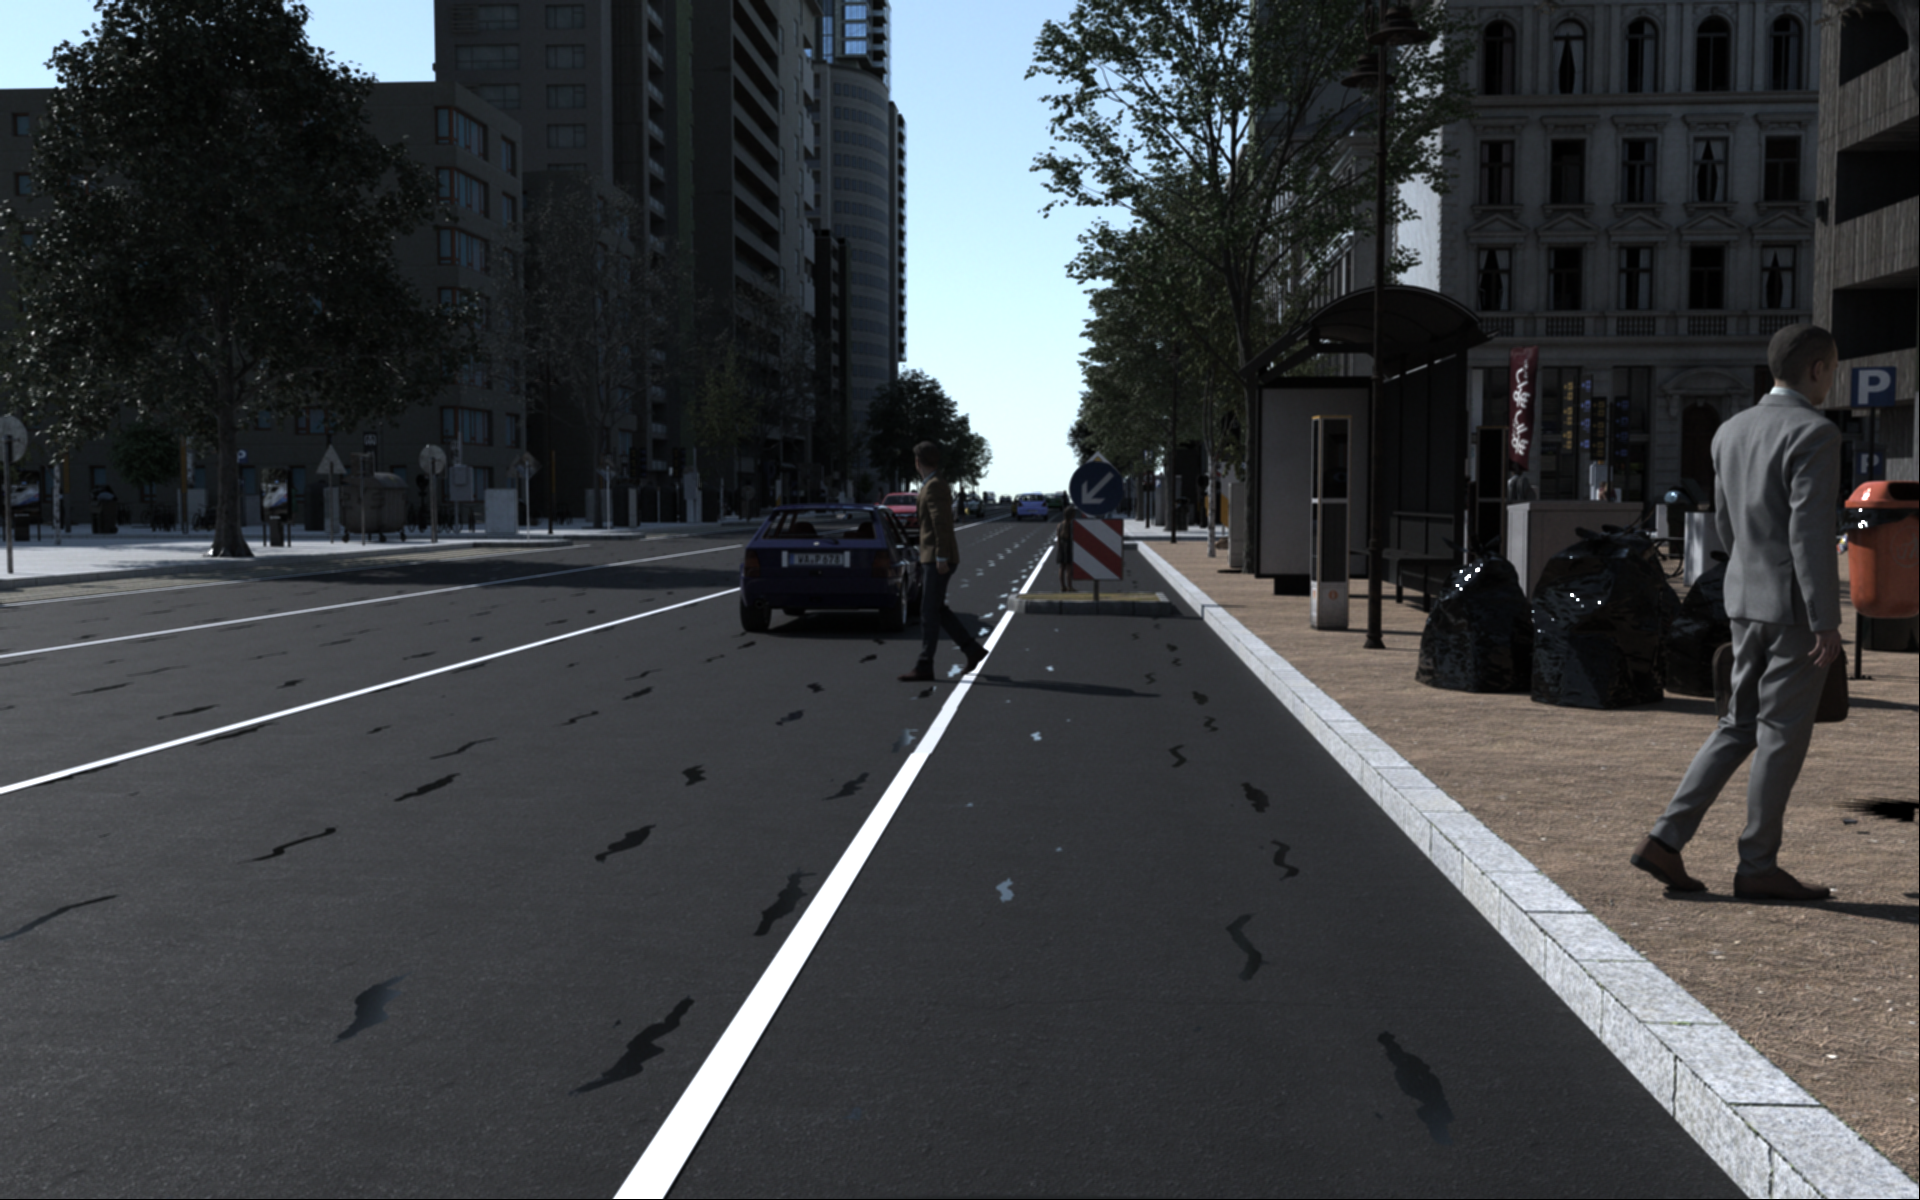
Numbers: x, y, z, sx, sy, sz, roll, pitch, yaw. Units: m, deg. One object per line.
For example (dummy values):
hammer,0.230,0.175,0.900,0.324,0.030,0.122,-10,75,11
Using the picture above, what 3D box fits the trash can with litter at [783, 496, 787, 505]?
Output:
trash can with litter,-12.247,-6.650,120.107,0.624,1.170,1.055,0,4,-3

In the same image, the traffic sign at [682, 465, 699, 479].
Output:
traffic sign,-11.940,-4.686,76.727,0.768,2.556,0.104,0,4,4

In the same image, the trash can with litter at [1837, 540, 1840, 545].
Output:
trash can with litter,21.642,-1.991,43.610,1.678,1.210,2.233,0,4,-5

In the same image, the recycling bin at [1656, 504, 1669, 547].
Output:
recycling bin,17.531,-1.825,42.390,0.722,1.027,0.722,-3,5,-44

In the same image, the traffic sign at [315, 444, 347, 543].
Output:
traffic sign,-16.369,-2.756,45.070,0.884,2.594,0.081,1,4,9

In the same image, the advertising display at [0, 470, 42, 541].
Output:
advertising display,-25.595,-2.568,47.205,0.974,1.923,0.123,-3,4,-38

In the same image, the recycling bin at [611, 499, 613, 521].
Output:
recycling bin,-17.146,-4.338,83.482,0.722,1.027,0.722,-3,5,-45

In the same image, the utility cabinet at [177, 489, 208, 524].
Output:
utility cabinet,-32.598,-3.972,73.629,1.173,1.500,0.318,0,3,0

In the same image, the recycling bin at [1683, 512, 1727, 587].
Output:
recycling bin,10.403,-0.683,23.726,0.722,1.027,0.722,0,4,3

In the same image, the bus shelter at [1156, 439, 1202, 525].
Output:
bus shelter,9.415,-5.093,74.558,1.731,3.624,6.357,0,4,4

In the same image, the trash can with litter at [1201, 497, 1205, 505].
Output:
trash can with litter,12.537,-5.021,93.145,2.233,1.210,1.678,1,4,15

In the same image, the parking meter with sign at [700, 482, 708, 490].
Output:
parking meter with sign,-16.578,-7.049,111.513,1.738,3.016,0.543,-3,4,-38

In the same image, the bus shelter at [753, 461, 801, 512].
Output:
bus shelter,-11.344,-6.955,107.641,2.014,3.302,5.546,0,4,4

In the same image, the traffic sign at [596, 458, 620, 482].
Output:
traffic sign,-11.200,-3.237,55.114,0.795,2.593,0.064,0,4,4

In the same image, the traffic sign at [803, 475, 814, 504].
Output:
traffic sign,-9.894,-6.917,113.202,0.768,2.556,0.104,0,4,6

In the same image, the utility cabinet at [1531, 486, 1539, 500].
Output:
utility cabinet,14.848,-2.262,45.660,0.318,1.500,1.173,3,5,44

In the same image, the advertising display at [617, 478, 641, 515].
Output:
advertising display,-13.673,-4.058,71.559,0.974,1.923,0.123,0,4,-2

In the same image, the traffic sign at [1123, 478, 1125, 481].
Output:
traffic sign,10.091,-6.701,109.298,0.795,2.593,0.064,0,4,7

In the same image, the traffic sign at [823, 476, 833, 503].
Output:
traffic sign,-9.105,-7.319,119.769,0.768,2.556,0.104,1,4,11

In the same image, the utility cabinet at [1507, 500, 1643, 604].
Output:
utility cabinet,4.718,-0.133,13.331,1.020,1.237,0.306,-1,4,-17

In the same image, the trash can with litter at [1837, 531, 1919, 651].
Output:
trash can with litter,7.815,-0.183,14.385,1.055,1.170,0.624,-2,4,-35

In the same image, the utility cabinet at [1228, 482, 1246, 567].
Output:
utility cabinet,4.876,-1.333,30.479,0.318,1.500,1.173,0,4,7

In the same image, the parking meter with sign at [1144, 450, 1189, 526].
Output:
parking meter with sign,8.195,-4.463,69.235,1.738,3.016,0.543,-2,4,-33

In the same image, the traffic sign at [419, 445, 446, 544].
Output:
traffic sign,-13.670,-2.737,44.852,0.768,2.556,0.104,1,4,13

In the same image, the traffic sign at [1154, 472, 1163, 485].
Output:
traffic sign,11.648,-6.131,100.251,0.884,2.594,0.081,0,4,8

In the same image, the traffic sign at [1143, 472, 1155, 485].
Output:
traffic sign,10.722,-6.016,98.463,0.768,2.556,0.104,1,4,10

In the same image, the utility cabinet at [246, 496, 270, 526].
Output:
utility cabinet,-28.611,-3.638,70.637,1.020,1.237,0.306,-1,4,-15

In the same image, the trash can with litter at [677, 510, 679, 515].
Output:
trash can with litter,-17.282,-5.708,104.720,0.624,1.170,1.055,2,4,30

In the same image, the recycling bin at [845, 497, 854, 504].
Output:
recycling bin,-8.369,-7.201,130.283,0.722,1.027,0.722,1,4,12

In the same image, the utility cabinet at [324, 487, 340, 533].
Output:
utility cabinet,-20.373,-2.902,56.125,0.318,1.500,1.173,-2,4,-29

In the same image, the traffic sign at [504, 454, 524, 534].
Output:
traffic sign,-14.319,-3.425,55.996,0.884,2.594,0.081,1,4,9

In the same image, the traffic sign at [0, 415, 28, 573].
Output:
traffic sign,-15.382,-1.705,27.977,0.768,2.556,0.104,1,4,13

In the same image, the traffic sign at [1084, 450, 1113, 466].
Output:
traffic sign,3.677,-2.681,46.017,0.795,2.593,0.064,0,4,4

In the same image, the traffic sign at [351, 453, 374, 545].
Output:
traffic sign,-14.906,-2.514,43.228,0.606,2.300,0.079,0,4,7

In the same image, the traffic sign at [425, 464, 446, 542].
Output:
traffic sign,-13.882,-2.674,45.845,0.606,2.300,0.079,1,4,11

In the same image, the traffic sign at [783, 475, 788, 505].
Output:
traffic sign,-11.492,-7.046,115.303,0.768,2.556,0.104,0,4,5

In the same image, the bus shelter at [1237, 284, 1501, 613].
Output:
bus shelter,4.378,-1.566,19.526,2.014,3.302,5.546,0,4,4

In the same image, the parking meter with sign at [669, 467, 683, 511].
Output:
parking meter with sign,-18.149,-7.137,112.948,0.543,3.016,1.738,3,4,37

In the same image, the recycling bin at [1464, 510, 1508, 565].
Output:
recycling bin,8.302,-0.902,27.300,0.722,1.027,0.722,-2,4,-31

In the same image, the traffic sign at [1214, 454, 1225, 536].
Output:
traffic sign,8.155,-3.269,53.552,0.768,2.556,0.104,1,4,12

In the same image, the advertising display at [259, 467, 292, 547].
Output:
advertising display,-16.683,-2.265,42.255,0.974,1.923,0.123,2,4,28

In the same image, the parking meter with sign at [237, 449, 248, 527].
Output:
parking meter with sign,-28.353,-4.401,68.224,0.543,3.016,1.738,-2,4,-25

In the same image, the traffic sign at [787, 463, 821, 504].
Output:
traffic sign,-10.290,-7.356,114.144,2.265,3.308,0.079,1,4,12

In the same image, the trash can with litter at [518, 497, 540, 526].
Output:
trash can with litter,-17.496,-3.585,70.000,1.055,1.170,0.624,0,4,-1

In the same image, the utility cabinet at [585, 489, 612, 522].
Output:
utility cabinet,-16.479,-4.300,78.982,1.173,1.500,0.318,-3,5,-41

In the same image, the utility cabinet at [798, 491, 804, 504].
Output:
utility cabinet,-11.353,-7.050,123.944,0.318,1.500,1.173,0,4,1

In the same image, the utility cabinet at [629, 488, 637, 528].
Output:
utility cabinet,-12.257,-3.442,64.948,0.318,1.500,1.173,-1,4,-10

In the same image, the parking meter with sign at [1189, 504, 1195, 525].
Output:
parking meter with sign,8.722,-4.565,70.892,1.738,3.016,0.543,1,4,11

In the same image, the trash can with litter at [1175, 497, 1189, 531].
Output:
trash can with litter,7.624,-3.011,60.623,0.624,1.170,1.055,-1,4,-14

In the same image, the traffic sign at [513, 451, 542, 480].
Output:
traffic sign,-11.776,-2.750,47.150,0.795,2.593,0.064,0,4,4

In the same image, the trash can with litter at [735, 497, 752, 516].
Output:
trash can with litter,-13.009,-5.640,103.603,0.624,1.170,1.055,1,4,20

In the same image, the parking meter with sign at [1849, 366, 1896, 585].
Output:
parking meter with sign,12.927,-1.731,24.564,0.543,3.016,1.738,2,4,28

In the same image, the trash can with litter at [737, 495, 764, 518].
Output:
trash can with litter,-11.275,-4.990,92.643,1.678,1.210,2.233,2,4,29
